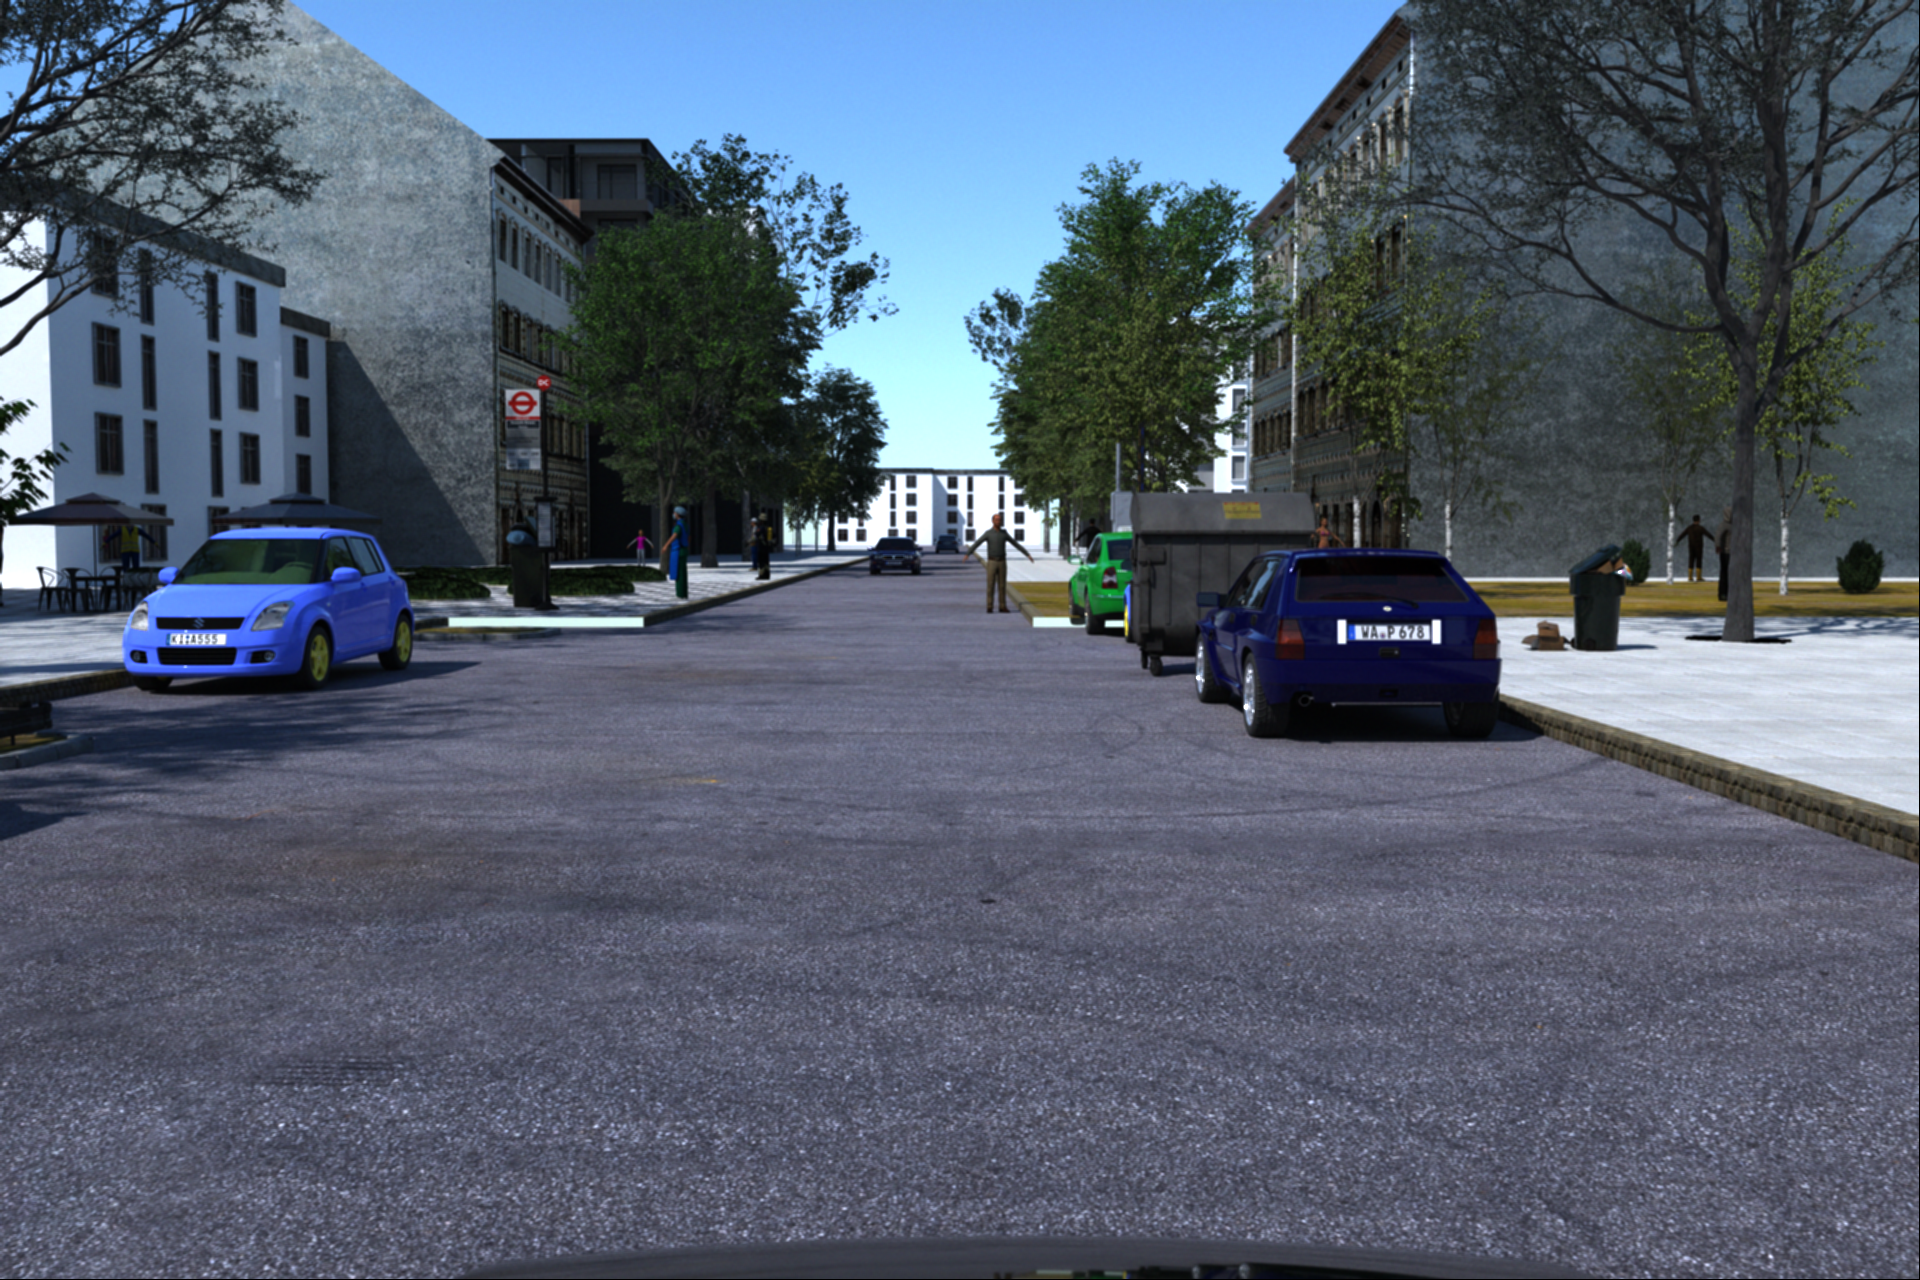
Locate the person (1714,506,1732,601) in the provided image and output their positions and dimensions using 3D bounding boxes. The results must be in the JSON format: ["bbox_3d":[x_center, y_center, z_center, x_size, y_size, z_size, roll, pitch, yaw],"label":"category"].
[{"bbox_3d":[14.729,-1.653,33.157,1.348,1.813,0.705,-3,5,-42],"label":"person"}]

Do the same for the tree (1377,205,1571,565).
[{"bbox_3d":[11.094,-5.445,39.390,4.360,8.622,3.978,0,3,0],"label":"tree"}]

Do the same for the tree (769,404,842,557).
[{"bbox_3d":[-9.069,-9.040,98.166,4.737,8.622,4.395,0,3,0],"label":"tree"}]

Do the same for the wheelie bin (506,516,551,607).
[{"bbox_3d":[-7.560,-1.377,30.416,0.693,1.594,0.980,0,4,-1],"label":"wheelie bin"}]

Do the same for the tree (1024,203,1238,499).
[{"bbox_3d":[5.863,-8.635,59.315,7.486,12.596,7.792,0,3,0],"label":"tree"}]

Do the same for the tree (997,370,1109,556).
[{"bbox_3d":[5.643,-11.273,102.437,7.486,12.596,7.792,0,3,0],"label":"tree"}]

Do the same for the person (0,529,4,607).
[{"bbox_3d":[-17.130,-1.499,30.657,0.704,1.843,1.345,-3,4,-38],"label":"person"}]

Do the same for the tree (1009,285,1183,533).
[{"bbox_3d":[5.620,-8.822,69.993,9.928,11.665,9.643,0,3,0],"label":"tree"}]

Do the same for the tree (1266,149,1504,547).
[{"bbox_3d":[7.929,-5.082,33.453,4.737,8.622,4.395,0,3,0],"label":"tree"}]

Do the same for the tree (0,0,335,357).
[{"bbox_3d":[-12.458,-6.759,20.887,12.009,13.543,11.850,0,3,0],"label":"tree"}]

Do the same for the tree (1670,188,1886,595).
[{"bbox_3d":[17.177,-5.242,36.063,4.737,8.622,4.395,0,3,0],"label":"tree"}]

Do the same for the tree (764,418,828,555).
[{"bbox_3d":[-9.763,-9.542,106.376,4.360,8.622,3.978,0,3,0],"label":"tree"}]

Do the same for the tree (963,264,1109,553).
[{"bbox_3d":[7.399,-16.105,119.208,12.611,20.169,13.585,0,3,0],"label":"tree"}]

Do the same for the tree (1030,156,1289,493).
[{"bbox_3d":[5.591,-7.499,48.365,9.928,11.665,9.643,0,3,0],"label":"tree"}]

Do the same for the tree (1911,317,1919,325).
[{"bbox_3d":[27.097,-7.586,42.152,7.486,12.596,7.792,0,3,0],"label":"tree"}]

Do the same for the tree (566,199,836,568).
[{"bbox_3d":[-9.584,-9.690,65.090,9.857,13.997,8.962,0,3,0],"label":"tree"}]

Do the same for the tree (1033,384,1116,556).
[{"bbox_3d":[5.265,-7.800,77.885,4.737,8.622,4.395,0,3,0],"label":"tree"}]

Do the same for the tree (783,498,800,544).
[{"bbox_3d":[-21.666,-16.640,222.432,4.737,8.622,4.395,0,3,0],"label":"tree"}]

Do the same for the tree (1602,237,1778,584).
[{"bbox_3d":[17.883,-5.725,43.960,4.360,8.622,3.978,0,3,0],"label":"tree"}]

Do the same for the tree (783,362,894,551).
[{"bbox_3d":[-9.662,-13.679,130.305,9.857,13.997,8.962,0,3,0],"label":"tree"}]

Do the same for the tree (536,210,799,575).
[{"bbox_3d":[-9.187,-7.875,54.508,9.928,11.665,9.643,0,3,0],"label":"tree"}]

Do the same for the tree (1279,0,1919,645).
[{"bbox_3d":[9.415,-6.730,20.402,12.009,13.543,11.850,0,3,0],"label":"tree"}]

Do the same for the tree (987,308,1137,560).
[{"bbox_3d":[4.862,-10.204,84.955,7.486,12.596,7.792,0,3,0],"label":"tree"}]

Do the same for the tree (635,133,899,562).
[{"bbox_3d":[-9.233,-13.739,80.524,12.611,20.169,13.585,0,3,0],"label":"tree"}]

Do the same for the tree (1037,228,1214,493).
[{"bbox_3d":[4.160,-5.541,40.950,4.737,8.622,4.395,0,3,0],"label":"tree"}]

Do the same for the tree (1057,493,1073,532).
[{"bbox_3d":[14.375,-16.445,219.237,4.737,8.622,4.395,0,3,0],"label":"tree"}]

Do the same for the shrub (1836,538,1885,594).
[{"bbox_3d":[19.379,-1.600,37.272,1.383,1.207,1.383,0,3,0],"label":"shrub"}]

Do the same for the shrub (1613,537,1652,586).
[{"bbox_3d":[16.483,-1.921,42.532,1.383,1.207,1.383,0,3,0],"label":"shrub"}]

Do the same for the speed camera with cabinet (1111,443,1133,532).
[{"bbox_3d":[3.649,-2.613,37.055,0.660,3.252,2.038,0,4,-1],"label":"speed camera with cabinet"}]

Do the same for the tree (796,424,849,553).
[{"bbox_3d":[-9.618,-10.183,116.851,4.737,8.622,4.395,0,3,0],"label":"tree"}]

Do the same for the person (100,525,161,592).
[{"bbox_3d":[-18.512,-1.969,38.656,1.216,1.772,0.721,-2,4,-28],"label":"person"}]
